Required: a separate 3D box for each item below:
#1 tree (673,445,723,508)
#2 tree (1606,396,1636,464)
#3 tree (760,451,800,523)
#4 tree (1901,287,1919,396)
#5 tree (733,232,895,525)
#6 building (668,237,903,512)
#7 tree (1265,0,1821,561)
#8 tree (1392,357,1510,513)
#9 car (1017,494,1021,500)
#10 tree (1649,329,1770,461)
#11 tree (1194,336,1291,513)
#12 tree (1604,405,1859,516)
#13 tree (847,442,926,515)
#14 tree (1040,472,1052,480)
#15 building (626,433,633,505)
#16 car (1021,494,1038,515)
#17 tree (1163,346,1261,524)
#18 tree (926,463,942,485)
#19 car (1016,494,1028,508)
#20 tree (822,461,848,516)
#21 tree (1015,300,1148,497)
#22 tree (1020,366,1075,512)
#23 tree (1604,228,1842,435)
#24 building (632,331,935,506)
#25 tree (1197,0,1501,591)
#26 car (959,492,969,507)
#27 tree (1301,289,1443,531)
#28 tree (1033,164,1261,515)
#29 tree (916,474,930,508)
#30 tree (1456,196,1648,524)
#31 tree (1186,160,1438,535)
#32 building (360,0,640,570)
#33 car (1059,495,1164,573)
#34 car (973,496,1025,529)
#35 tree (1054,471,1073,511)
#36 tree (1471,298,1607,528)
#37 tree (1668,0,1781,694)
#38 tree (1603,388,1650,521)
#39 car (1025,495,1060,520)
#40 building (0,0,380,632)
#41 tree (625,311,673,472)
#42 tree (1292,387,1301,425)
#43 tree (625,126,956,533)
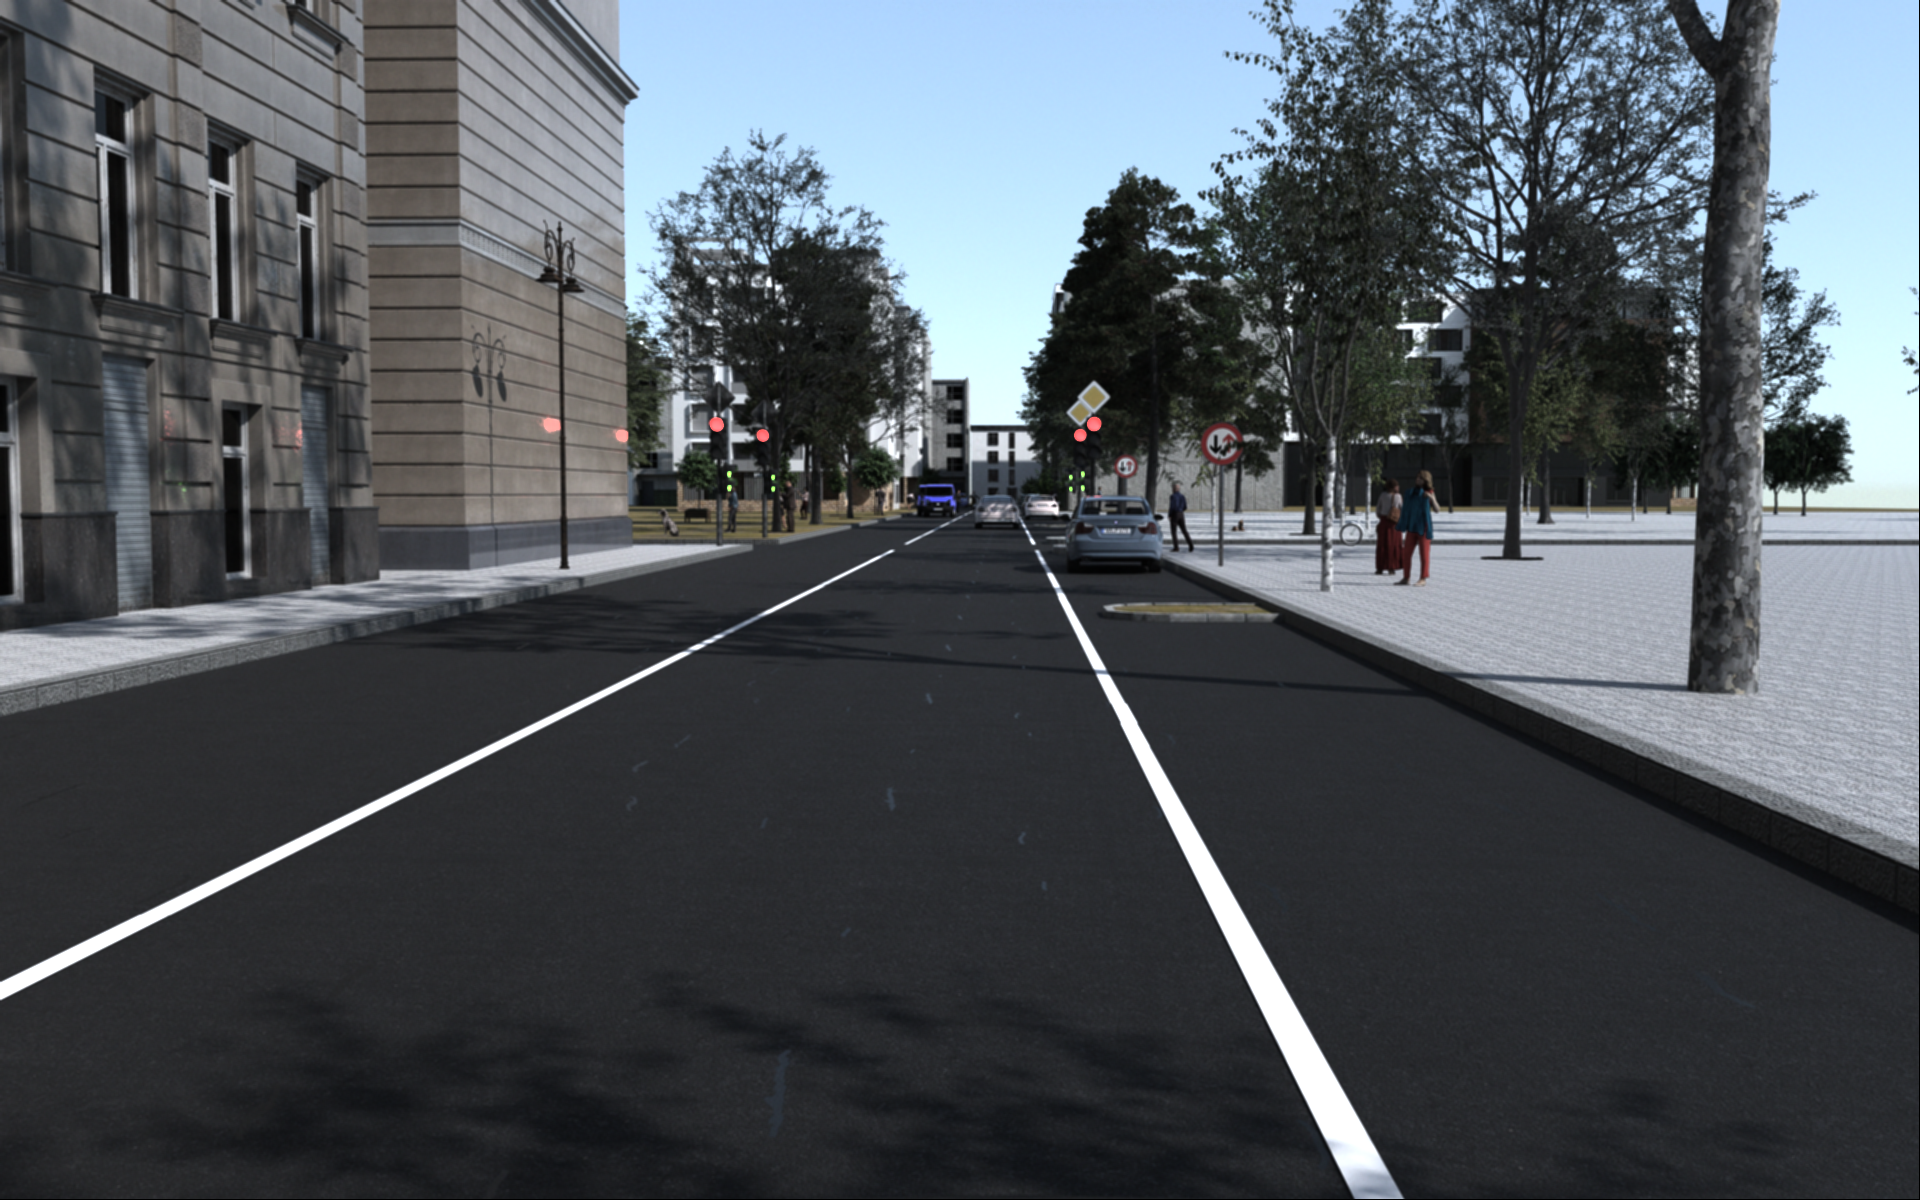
[{"bbox_3d":[-17.093,-7.947,113.645,4.285,4.588,4.351,0,3,0],"label":"tree"},{"bbox_3d":[33.830,-8.684,92.350,4.737,8.622,4.395,0,3,0],"label":"tree"},{"bbox_3d":[-7.860,-5.092,77.849,1.663,3.219,1.824,0,3,0],"label":"tree"},{"bbox_3d":[32.522,-6.457,55.933,4.360,8.622,3.978,0,3,0],"label":"tree"},{"bbox_3d":[-6.010,-9.176,72.085,6.751,12.117,7.091,0,3,0],"label":"tree"},{"bbox_3d":[-12.927,-16.858,132.044,16.016,20.091,11.380,0,4,2],"label":"building"},{"bbox_3d":[10.855,-7.522,33.353,12.009,13.543,11.850,0,3,0],"label":"tree"},{"bbox_3d":[33.237,-11.173,117.088,8.767,10.594,7.601,0,4,5],"label":"tree"},{"bbox_3d":[7.391,-11.437,197.215,2.015,1.641,3.980,0,4,3],"label":"car"},{"bbox_3d":[33.266,-7.704,76.329,4.360,8.622,3.978,0,3,0],"label":"tree"},{"bbox_3d":[19.240,-12.060,119.230,6.751,12.117,7.091,0,3,0],"label":"tree"},{"bbox_3d":[48.139,-8.954,109.301,11.467,7.101,20.602,-2,4,-34],"label":"tree"},{"bbox_3d":[-5.217,-7.426,105.123,4.285,4.588,4.351,0,3,0],"label":"tree"},{"bbox_3d":[10.802,-13.420,203.132,4.285,4.588,4.351,0,3,0],"label":"tree"},{"bbox_3d":[-48.895,-15.689,198.654,28.070,9.664,9.099,0,4,2],"label":"building"},{"bbox_3d":[5.188,-6.703,119.378,2.009,1.686,4.222,0,4,1],"label":"car"},{"bbox_3d":[10.584,-7.548,73.779,4.737,8.622,4.395,0,3,0],"label":"tree"},{"bbox_3d":[-3.528,-12.069,181.049,4.285,4.588,4.351,0,3,0],"label":"tree"},{"bbox_3d":[6.729,-10.029,175.773,2.131,1.459,4.920,0,4,1],"label":"car"},{"bbox_3d":[-7.063,-6.488,100.679,1.663,3.219,1.824,0,3,0],"label":"tree"},{"bbox_3d":[8.363,-12.412,109.586,9.857,13.997,8.962,0,3,0],"label":"tree"},{"bbox_3d":[7.950,-12.230,125.719,9.928,11.665,9.643,0,3,0],"label":"tree"},{"bbox_3d":[24.527,-7.441,56.069,7.601,10.594,8.767,3,5,39],"label":"tree"},{"bbox_3d":[-19.223,-20.017,193.731,31.486,18.905,16.747,0,4,2],"label":"building"},{"bbox_3d":[4.932,-4.432,22.834,4.360,8.622,3.978,0,3,0],"label":"tree"},{"bbox_3d":[-0.005,-10.939,188.451,1.945,1.707,3.694,0,4,3],"label":"car"},{"bbox_3d":[14.599,-6.749,60.705,4.737,8.622,4.395,0,3,0],"label":"tree"},{"bbox_3d":[7.460,-9.722,66.374,7.806,13.903,7.818,0,3,0],"label":"tree"},{"bbox_3d":[-3.632,-10.101,159.759,1.663,3.219,1.824,0,3,0],"label":"tree"},{"bbox_3d":[25.335,-10.229,74.662,7.806,13.903,7.818,0,3,0],"label":"tree"},{"bbox_3d":[10.845,-7.829,53.763,9.928,11.665,9.643,0,3,0],"label":"tree"},{"bbox_3d":[-17.782,-15.233,34.964,20.117,28.700,13.634,0,4,2],"label":"building"},{"bbox_3d":[2.891,-1.280,32.939,2.014,1.417,4.499,0,4,3],"label":"car"},{"bbox_3d":[1.568,-3.678,72.505,2.083,1.381,4.827,0,4,2],"label":"car"},{"bbox_3d":[7.913,-8.379,131.605,1.663,3.219,1.824,0,3,0],"label":"tree"},{"bbox_3d":[21.622,-7.060,65.795,4.737,8.622,4.395,0,3,0],"label":"tree"},{"bbox_3d":[5.994,-9.534,11.764,12.611,20.169,13.585,0,3,0],"label":"tree"},{"bbox_3d":[32.346,-8.072,82.336,4.360,8.622,3.978,0,3,0],"label":"tree"},{"bbox_3d":[4.511,-5.108,95.870,2.083,1.381,4.827,0,4,2],"label":"car"},{"bbox_3d":[-14.622,-13.199,13.067,12.463,27.353,25.104,0,4,2],"label":"building"},{"bbox_3d":[-19.782,-10.931,96.843,7.486,12.596,7.792,0,3,0],"label":"tree"},{"bbox_3d":[16.948,-7.742,76.940,4.737,8.622,4.395,0,3,0],"label":"tree"},{"bbox_3d":[-6.145,-9.012,57.708,12.009,13.543,11.850,0,3,0],"label":"tree"}]
